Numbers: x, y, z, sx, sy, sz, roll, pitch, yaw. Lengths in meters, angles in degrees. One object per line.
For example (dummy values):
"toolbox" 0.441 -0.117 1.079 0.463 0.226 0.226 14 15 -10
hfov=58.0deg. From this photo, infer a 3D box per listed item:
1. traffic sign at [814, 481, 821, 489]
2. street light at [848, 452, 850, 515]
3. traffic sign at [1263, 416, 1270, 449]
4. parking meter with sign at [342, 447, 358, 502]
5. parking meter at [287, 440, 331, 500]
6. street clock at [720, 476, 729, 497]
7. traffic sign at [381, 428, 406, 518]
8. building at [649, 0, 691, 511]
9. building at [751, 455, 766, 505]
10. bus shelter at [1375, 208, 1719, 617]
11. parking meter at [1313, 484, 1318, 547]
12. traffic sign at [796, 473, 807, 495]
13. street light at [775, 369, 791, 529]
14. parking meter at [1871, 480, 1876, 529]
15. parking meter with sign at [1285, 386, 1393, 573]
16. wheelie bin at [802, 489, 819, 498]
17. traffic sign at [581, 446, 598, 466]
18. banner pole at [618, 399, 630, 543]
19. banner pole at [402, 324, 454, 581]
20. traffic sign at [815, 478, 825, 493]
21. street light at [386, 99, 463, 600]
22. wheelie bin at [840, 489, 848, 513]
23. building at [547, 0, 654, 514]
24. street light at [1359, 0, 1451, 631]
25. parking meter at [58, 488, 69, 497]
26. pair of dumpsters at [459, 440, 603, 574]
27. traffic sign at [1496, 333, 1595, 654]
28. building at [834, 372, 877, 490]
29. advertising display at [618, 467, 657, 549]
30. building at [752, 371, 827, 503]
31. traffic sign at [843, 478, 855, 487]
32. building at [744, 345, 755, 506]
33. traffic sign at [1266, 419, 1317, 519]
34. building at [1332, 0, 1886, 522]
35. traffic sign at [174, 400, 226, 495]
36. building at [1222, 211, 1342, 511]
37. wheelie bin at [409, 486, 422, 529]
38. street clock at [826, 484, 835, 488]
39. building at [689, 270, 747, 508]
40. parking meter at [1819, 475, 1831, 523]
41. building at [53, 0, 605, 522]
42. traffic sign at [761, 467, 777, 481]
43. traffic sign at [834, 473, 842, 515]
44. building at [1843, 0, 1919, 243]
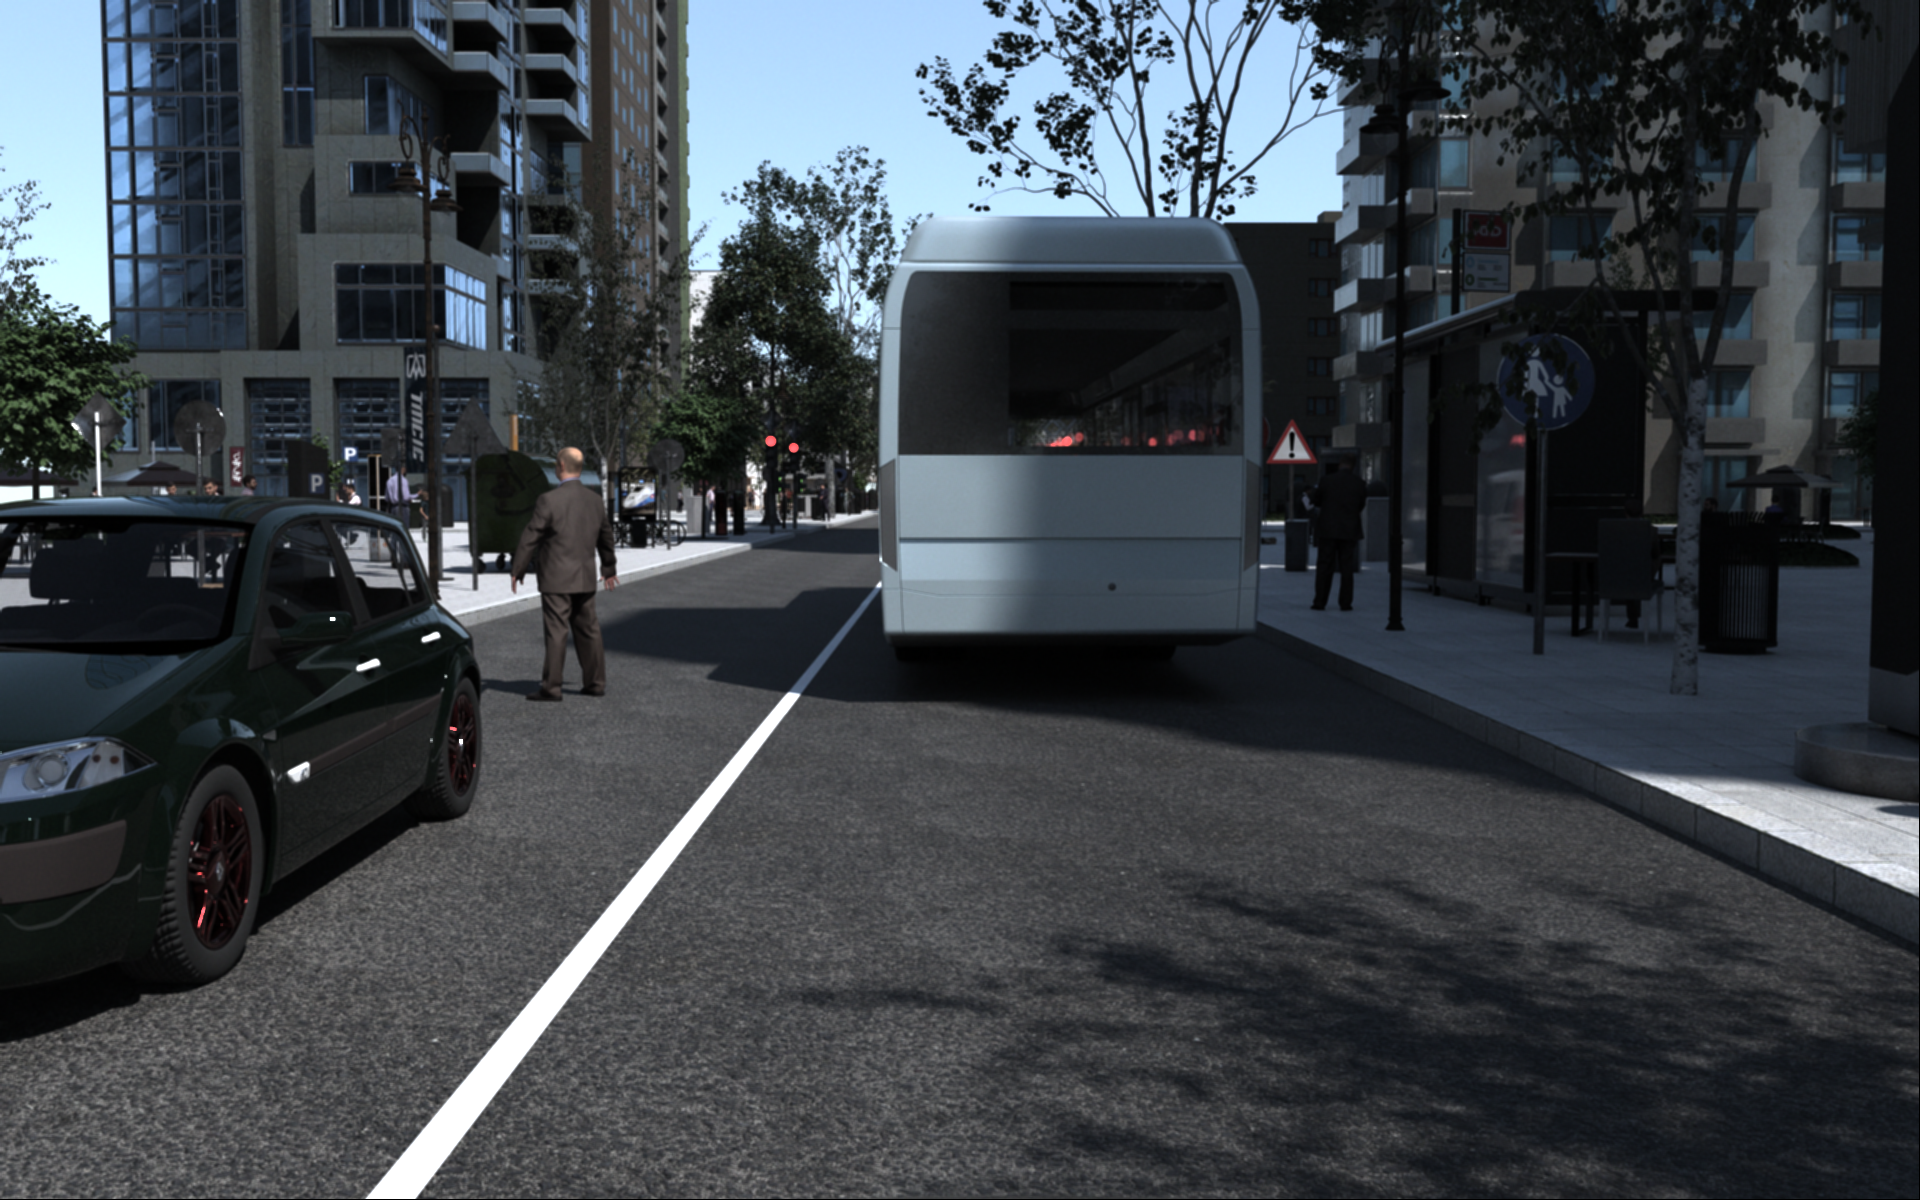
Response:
"traffic sign" -11.245 -8.254 137.079 0.606 2.300 0.079 0 4 1
"street light" -6.677 -8.030 104.077 0.468 5.910 1.993 0 4 0
"traffic sign" 4.117 -1.538 25.251 0.768 2.556 0.104 1 4 9
"parking meter with sign" -22.747 -4.187 64.723 0.543 3.016 1.738 -1 4 -19
"parking meter" -7.128 -0.812 18.994 0.255 1.863 0.399 2 4 26
"street clock" -7.589 -3.125 55.657 0.358 2.002 0.471 0 4 -6
"traffic sign" -8.715 -1.519 26.966 0.606 2.300 0.079 0 4 6
"building" -28.143 -27.241 128.991 14.154 41.232 14.086 0 4 0
"building" -35.263 -15.590 197.038 28.070 9.664 9.099 0 4 0
"bus shelter" 6.753 -2.721 22.122 2.179 5.291 8.768 0 3 0
"parking meter" 8.723 -2.044 41.822 0.372 1.533 0.369 0 3 0
"traffic sign" -9.498 -6.306 103.201 0.768 2.556 0.104 0 4 7
"street light" -6.534 -5.587 64.128 0.468 5.910 1.993 0 4 0
"parking meter" 34.148 -3.588 64.371 0.399 1.863 0.255 0 4 1
"parking meter with sign" 6.241 -1.968 28.445 1.738 3.016 0.543 1 4 20
"wheelie bin" -9.262 -5.966 105.453 0.693 1.594 0.980 -3 4 -37
"traffic sign" -9.914 -2.787 45.669 0.768 2.556 0.104 0 4 1
"banner pole" -8.927 -3.419 45.913 0.401 3.779 0.863 -1 4 -22
"banner pole" -7.944 -2.187 25.769 0.863 3.779 0.401 2 4 26
"traffic sign" -10.851 -8.195 134.095 0.768 2.556 0.104 1 4 9
"street light" -6.385 -2.939 20.837 0.468 5.910 1.993 0 4 0
"wheelie bin" -7.414 -6.438 113.171 0.980 1.594 0.693 -2 4 -31
"building" -28.586 -28.415 114.695 14.600 45.320 14.200 0 4 0
"street light" 4.105 -2.653 16.160 0.468 5.910 1.993 0 4 0
"parking meter" -34.982 -3.622 67.626 0.372 1.533 0.369 0 3 0
"pair of dumpsters" -7.312 -1.666 29.734 1.574 2.255 4.437 0 4 0
"traffic sign" 4.639 -0.838 13.810 0.768 2.556 0.104 0 4 3
"building" -12.234 -23.739 244.555 11.380 20.091 16.016 0 4 0
"advertising display" -7.636 -2.189 41.008 0.974 1.923 0.123 -3 5 -42
"building" -33.668 -23.140 244.801 31.486 18.905 16.747 0 4 0
"traffic sign" -7.796 -7.453 121.857 0.884 2.594 0.081 0 4 6
"building" -29.456 -19.671 178.033 16.016 20.091 11.380 0 4 0
"traffic sign" 5.784 -1.850 30.252 0.884 2.594 0.081 0 4 2
"building" 34.360 -28.616 87.482 30.456 49.044 23.786 0 4 0
"traffic sign" -10.303 -1.429 23.471 0.768 2.556 0.104 1 4 9
"building" 30.560 -17.119 124.938 27.650 21.520 28.899 0 4 0
"wheelie bin" -20.338 -3.427 63.940 0.693 1.594 0.980 2 4 27
"street clock" -7.647 -5.969 102.167 0.471 2.002 0.358 -3 5 -41
"building" -35.130 -19.084 155.992 27.936 21.610 32.646 0 4 0
"parking meter" 26.237 -2.864 52.542 0.255 1.863 0.399 1 4 17
"building" -31.351 -47.596 90.869 22.319 86.520 31.000 0 4 0
"traffic sign" -8.462 -4.706 77.044 0.768 2.556 0.104 0 4 6
"traffic sign" -7.590 -6.435 105.221 0.884 2.594 0.081 1 4 9
"building" 32.578 -26.565 23.585 28.713 52.752 27.495 0 4 0
